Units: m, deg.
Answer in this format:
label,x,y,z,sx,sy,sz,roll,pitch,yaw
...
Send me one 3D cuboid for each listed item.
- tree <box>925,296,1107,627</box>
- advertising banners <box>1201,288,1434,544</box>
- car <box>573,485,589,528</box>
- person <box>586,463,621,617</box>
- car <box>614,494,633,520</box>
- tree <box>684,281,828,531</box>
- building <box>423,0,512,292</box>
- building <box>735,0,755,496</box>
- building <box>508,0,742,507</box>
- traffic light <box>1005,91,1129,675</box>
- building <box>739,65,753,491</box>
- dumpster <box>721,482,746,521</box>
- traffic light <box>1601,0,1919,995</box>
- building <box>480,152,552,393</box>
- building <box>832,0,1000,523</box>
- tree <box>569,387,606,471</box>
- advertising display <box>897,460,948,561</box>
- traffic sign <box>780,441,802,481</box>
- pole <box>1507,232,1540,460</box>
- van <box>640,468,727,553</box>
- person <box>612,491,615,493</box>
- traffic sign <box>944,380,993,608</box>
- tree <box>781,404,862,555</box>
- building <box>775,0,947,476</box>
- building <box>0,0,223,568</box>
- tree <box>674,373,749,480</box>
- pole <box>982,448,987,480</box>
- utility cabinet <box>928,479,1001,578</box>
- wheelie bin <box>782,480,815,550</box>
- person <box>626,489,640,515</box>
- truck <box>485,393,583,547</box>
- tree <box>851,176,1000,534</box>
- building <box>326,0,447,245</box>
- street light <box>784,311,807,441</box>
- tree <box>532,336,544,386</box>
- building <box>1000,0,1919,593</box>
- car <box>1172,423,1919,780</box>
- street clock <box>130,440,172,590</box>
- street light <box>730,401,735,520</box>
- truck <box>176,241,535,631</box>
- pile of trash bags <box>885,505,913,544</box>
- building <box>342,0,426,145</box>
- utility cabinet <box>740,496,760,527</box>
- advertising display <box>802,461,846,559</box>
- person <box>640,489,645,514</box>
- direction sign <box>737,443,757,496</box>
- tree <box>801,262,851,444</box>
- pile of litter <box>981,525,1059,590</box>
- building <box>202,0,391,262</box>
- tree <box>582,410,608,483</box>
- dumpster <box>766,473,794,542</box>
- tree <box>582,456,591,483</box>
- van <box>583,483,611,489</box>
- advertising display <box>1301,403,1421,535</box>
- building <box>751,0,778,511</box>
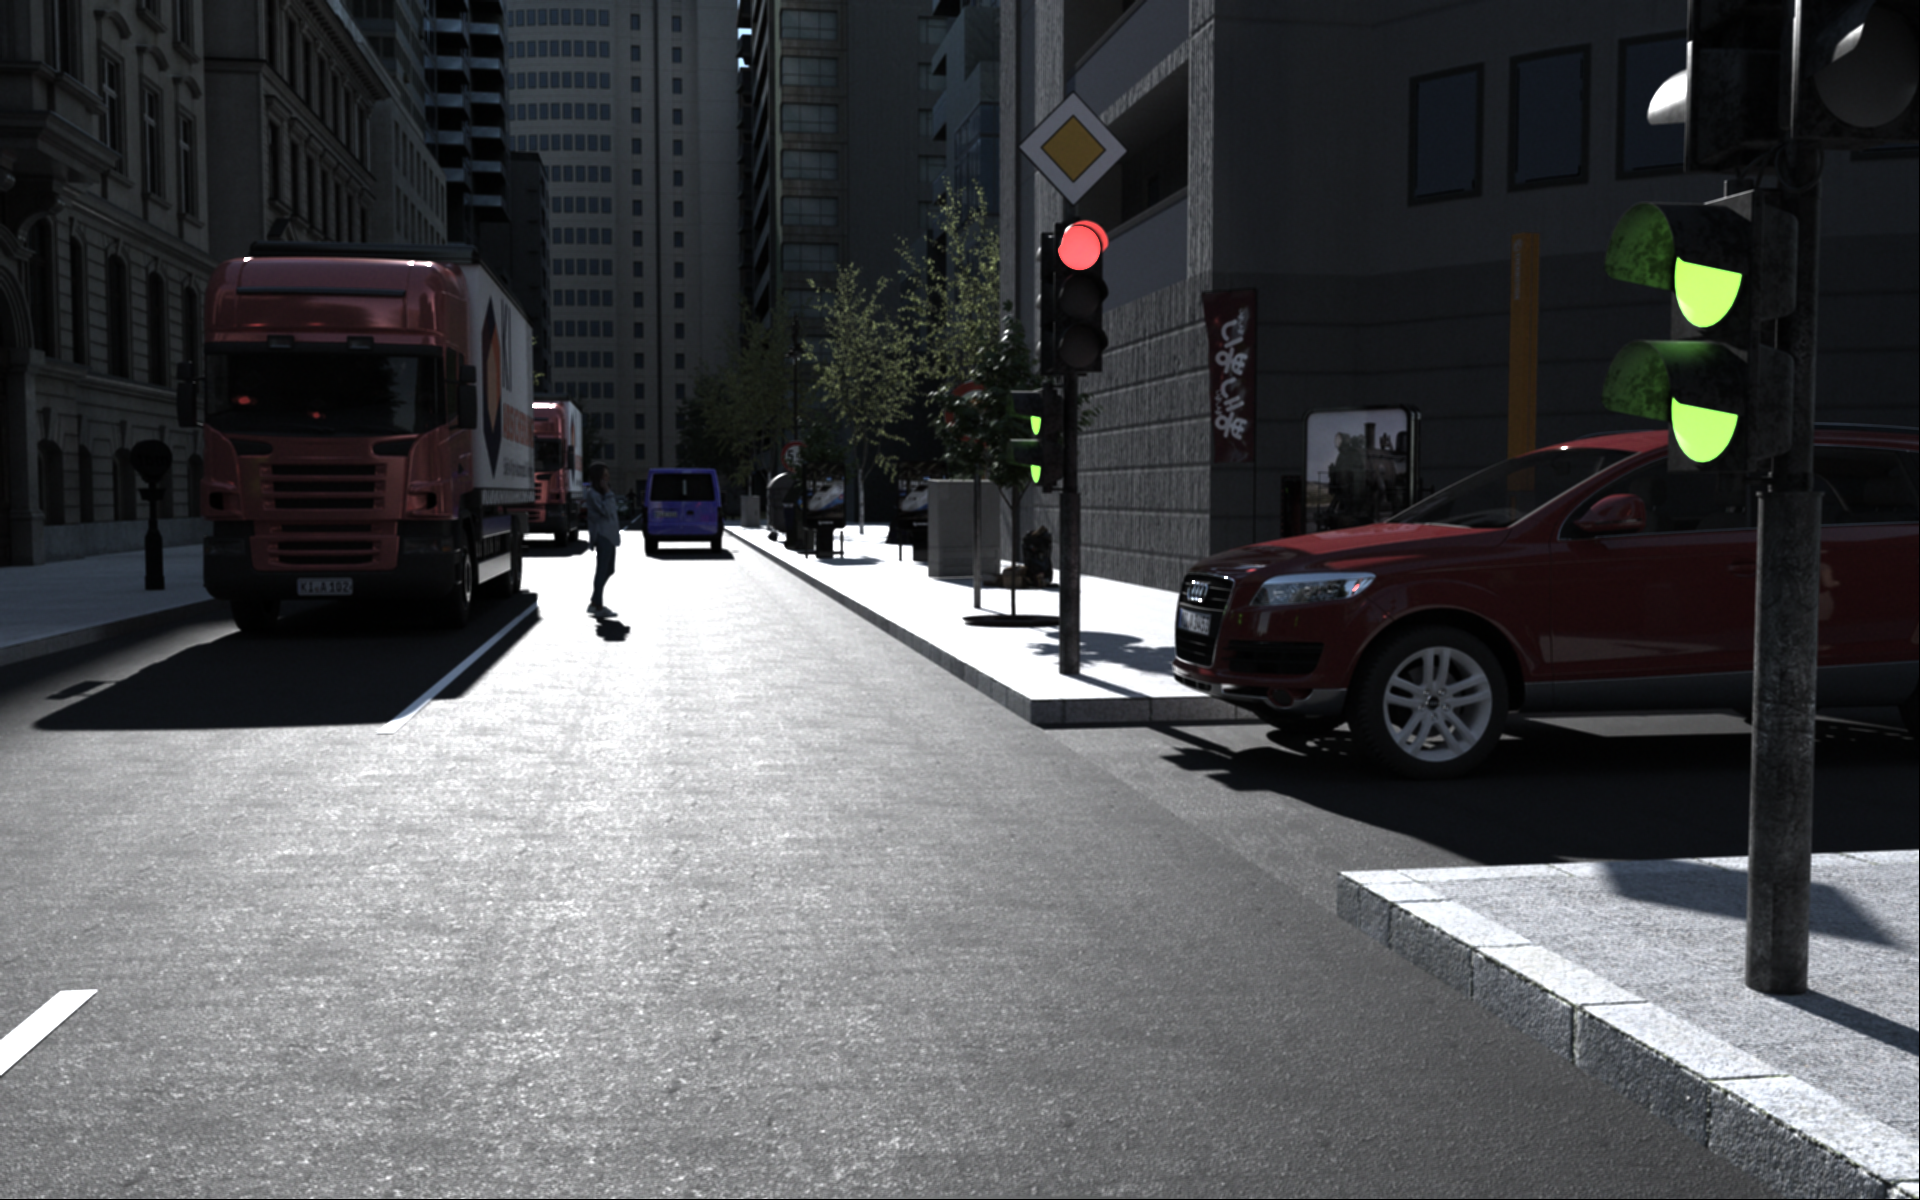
label,x,y,z,sx,sy,sz,roll,pitch,yaw
tree,0.407,-1.380,17.160,1.663,3.219,1.824,0,3,0
advertising banners,2.935,-1.117,14.451,2.074,3.025,0.090,2,4,35
car,-16.740,-4.034,74.637,2.281,1.827,5.304,-1,4,-8
person,-4.193,-0.700,20.217,0.793,1.790,0.793,-2,4,-32
car,-19.677,-5.310,98.610,2.131,1.459,4.920,-1,4,-10
tree,-6.661,-6.742,60.594,4.737,8.622,4.395,0,3,0
building,-42.129,-49.420,120.695,22.319,86.520,31.000,-1,4,-10
building,-7.444,-30.063,146.156,22.147,44.769,28.867,-1,4,-10
building,-37.390,-39.001,179.666,28.212,58.520,21.231,-1,4,-10
traffic light,0.763,-1.427,12.258,0.839,4.253,0.868,-1,4,-10
building,-15.845,-32.401,179.859,14.200,45.320,14.600,-1,4,-10
dumpster,-10.806,-4.721,82.951,1.264,1.857,1.865,-1,4,-10
traffic light,2.103,-0.946,4.386,0.839,4.253,0.868,-1,4,-10
building,-42.292,-23.017,148.035,14.107,30.474,14.160,-1,4,-10
building,7.099,-46.446,72.056,22.319,86.520,31.000,-1,4,-10
tree,-26.967,-10.374,119.984,4.737,8.622,4.395,0,3,0
advertising display,-0.717,-1.703,33.058,0.974,1.923,0.123,1,4,8
traffic sign,-3.910,-2.530,41.464,0.768,2.556,0.104,0,4,-2
pole,4.429,-1.212,13.661,0.158,3.312,0.155,0,3,0
van,-6.973,-2.403,43.681,2.240,2.365,5.245,-1,4,-9
person,-28.833,-8.224,143.902,0.756,1.711,0.436,2,4,24
traffic sign,0.196,-1.181,19.419,0.768,2.556,0.104,0,4,-7
tree,-3.096,-2.587,36.895,1.663,3.219,1.824,0,3,0
building,-3.997,-25.631,102.668,14.154,41.232,14.086,-1,4,-10
building,-22.012,-12.782,28.067,14.460,24.649,34.723,-1,4,-10
tree,-23.174,-14.983,163.092,7.486,12.596,7.792,0,3,0
pole,0.761,-3.674,53.908,0.158,3.312,0.155,0,3,0
utility cabinet,0.076,-1.088,26.462,1.173,1.500,0.318,-3,4,-37
wheelie bin,-3.671,-1.953,39.839,0.693,1.594,0.980,-2,4,-31
person,-22.273,-6.648,117.332,1.348,1.807,0.705,0,4,3
truck,-12.413,-3.747,50.178,2.839,4.237,11.283,-1,4,-10
tree,0.525,-5.464,39.703,4.360,8.622,3.978,0,3,0
building,-28.205,-13.396,73.781,10.420,20.320,16.860,-1,4,-10
street light,-4.167,-4.354,43.968,0.468,5.910,1.993,-1,4,-10
tree,-18.672,-7.235,68.651,4.360,8.622,3.978,0,3,0
building,16.095,-29.612,26.151,28.212,58.520,21.231,-1,4,-10
car,3.838,-0.072,9.854,5.304,1.827,2.281,-1,4,-10
street clock,-10.797,-1.137,23.166,0.471,2.002,0.358,-3,5,-44
street light,-11.295,-6.920,85.922,0.468,5.910,1.993,-1,4,-10
truck,-6.995,-2.002,21.640,2.839,4.237,11.283,-1,4,-9
pile of trash bags,-0.292,-2.172,45.265,1.912,1.369,3.447,3,4,37
building,-42.423,-24.579,93.751,32.217,40.220,23.993,-1,4,-10
utility cabinet,-8.132,-3.432,67.269,0.306,1.237,1.020,2,4,24
advertising display,-2.709,-1.795,34.564,0.974,1.923,0.123,-3,4,-39
person,-22.140,-6.882,121.534,0.721,1.766,1.217,-1,4,-19
direction sign,-9.411,-5.171,76.538,0.876,3.537,0.379,1,4,10
tree,-3.075,-6.381,54.692,4.360,8.622,3.978,0,3,0
pile of litter,0.830,-0.615,24.015,1.176,0.858,1.719,1,4,13
building,-24.997,-11.658,55.242,10.561,19.102,19.286,-1,4,-10
tree,-32.995,-12.314,151.692,4.360,8.622,3.978,0,3,0
dumpster,-4.596,-2.535,47.208,1.264,1.857,1.865,-1,4,-10
tree,-28.540,-8.766,127.033,4.285,4.588,4.351,0,3,0
van,-19.215,-5.270,90.545,2.240,2.365,5.245,-1,4,-9
advertising display,2.913,-0.456,12.671,0.123,1.923,0.974,-3,5,-40
building,-3.229,-30.399,120.727,21.300,48.544,21.600,-1,4,-10
